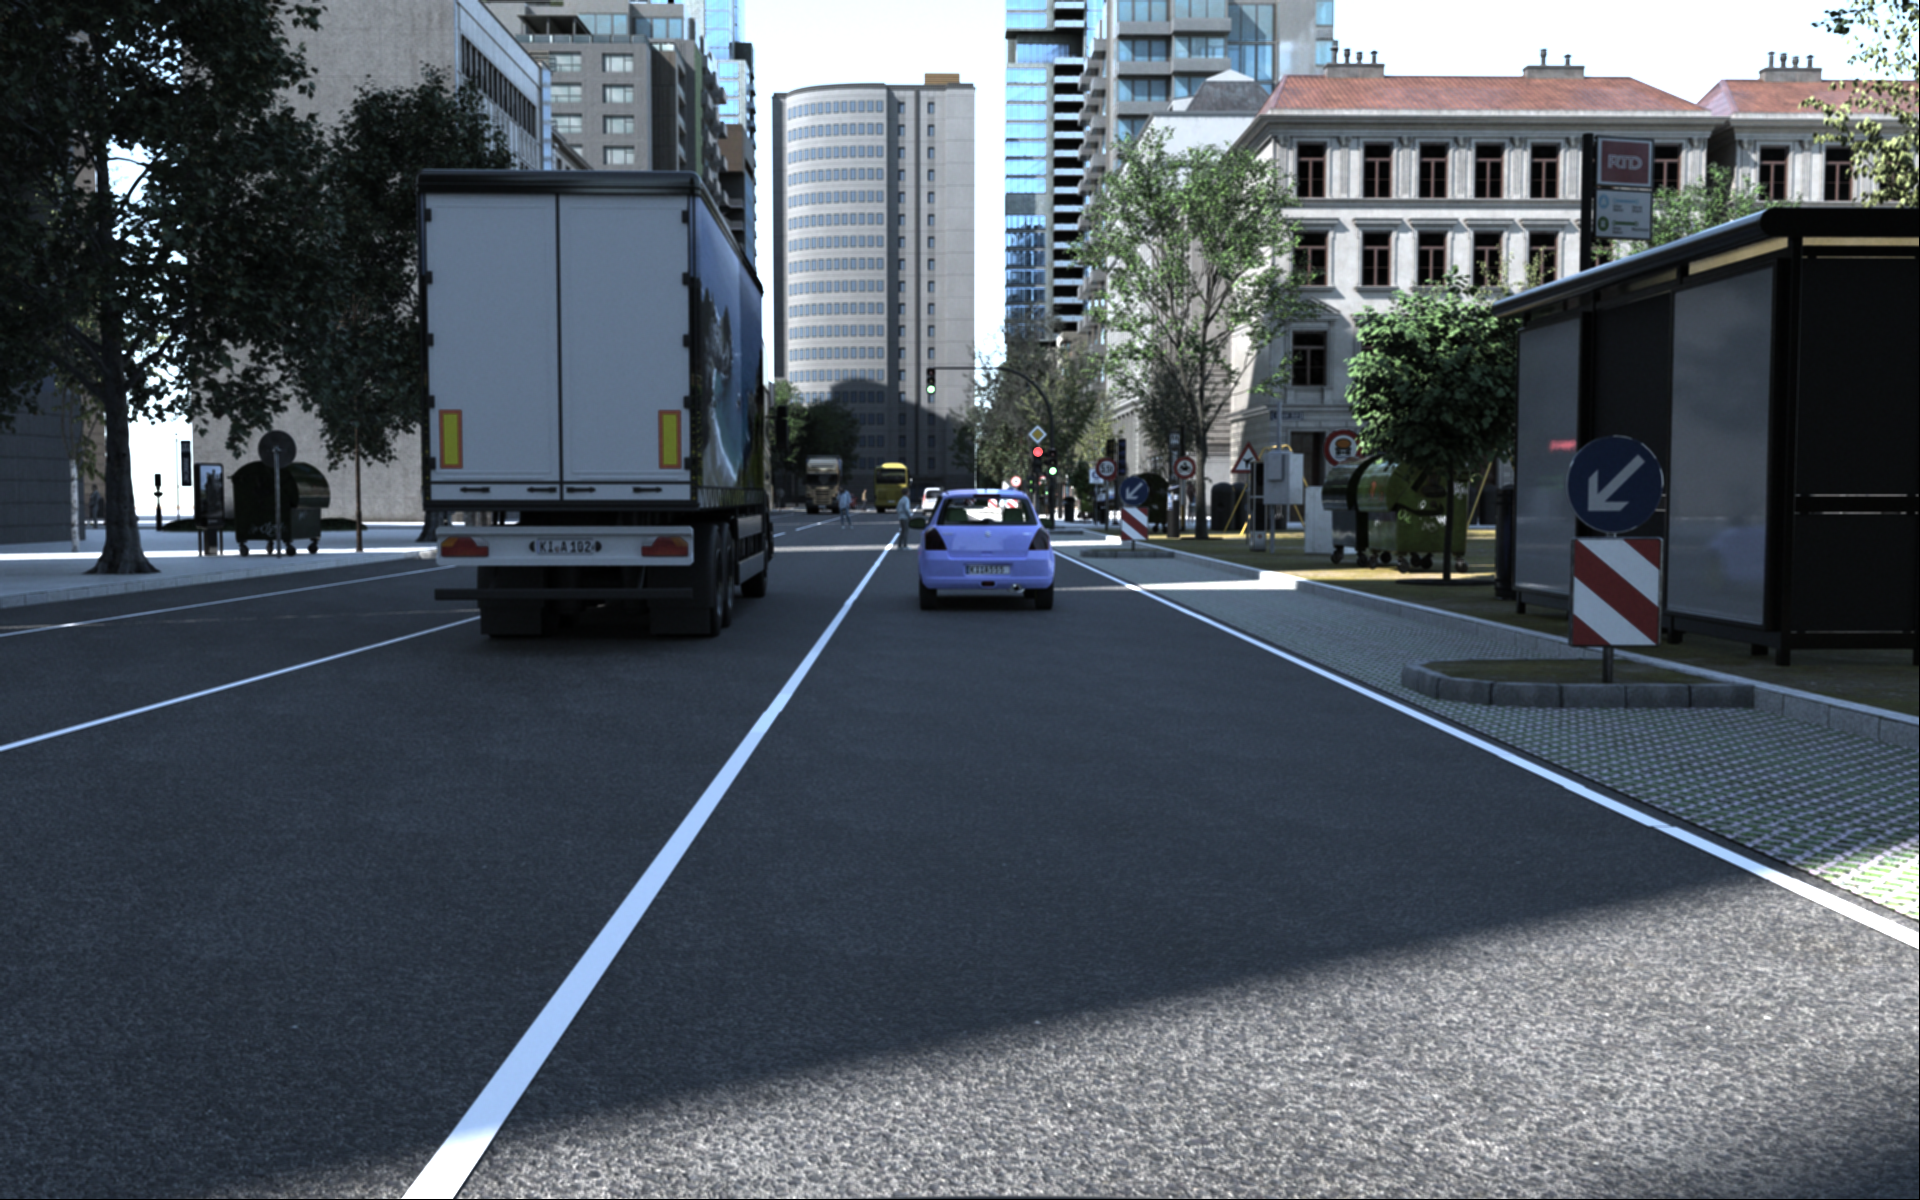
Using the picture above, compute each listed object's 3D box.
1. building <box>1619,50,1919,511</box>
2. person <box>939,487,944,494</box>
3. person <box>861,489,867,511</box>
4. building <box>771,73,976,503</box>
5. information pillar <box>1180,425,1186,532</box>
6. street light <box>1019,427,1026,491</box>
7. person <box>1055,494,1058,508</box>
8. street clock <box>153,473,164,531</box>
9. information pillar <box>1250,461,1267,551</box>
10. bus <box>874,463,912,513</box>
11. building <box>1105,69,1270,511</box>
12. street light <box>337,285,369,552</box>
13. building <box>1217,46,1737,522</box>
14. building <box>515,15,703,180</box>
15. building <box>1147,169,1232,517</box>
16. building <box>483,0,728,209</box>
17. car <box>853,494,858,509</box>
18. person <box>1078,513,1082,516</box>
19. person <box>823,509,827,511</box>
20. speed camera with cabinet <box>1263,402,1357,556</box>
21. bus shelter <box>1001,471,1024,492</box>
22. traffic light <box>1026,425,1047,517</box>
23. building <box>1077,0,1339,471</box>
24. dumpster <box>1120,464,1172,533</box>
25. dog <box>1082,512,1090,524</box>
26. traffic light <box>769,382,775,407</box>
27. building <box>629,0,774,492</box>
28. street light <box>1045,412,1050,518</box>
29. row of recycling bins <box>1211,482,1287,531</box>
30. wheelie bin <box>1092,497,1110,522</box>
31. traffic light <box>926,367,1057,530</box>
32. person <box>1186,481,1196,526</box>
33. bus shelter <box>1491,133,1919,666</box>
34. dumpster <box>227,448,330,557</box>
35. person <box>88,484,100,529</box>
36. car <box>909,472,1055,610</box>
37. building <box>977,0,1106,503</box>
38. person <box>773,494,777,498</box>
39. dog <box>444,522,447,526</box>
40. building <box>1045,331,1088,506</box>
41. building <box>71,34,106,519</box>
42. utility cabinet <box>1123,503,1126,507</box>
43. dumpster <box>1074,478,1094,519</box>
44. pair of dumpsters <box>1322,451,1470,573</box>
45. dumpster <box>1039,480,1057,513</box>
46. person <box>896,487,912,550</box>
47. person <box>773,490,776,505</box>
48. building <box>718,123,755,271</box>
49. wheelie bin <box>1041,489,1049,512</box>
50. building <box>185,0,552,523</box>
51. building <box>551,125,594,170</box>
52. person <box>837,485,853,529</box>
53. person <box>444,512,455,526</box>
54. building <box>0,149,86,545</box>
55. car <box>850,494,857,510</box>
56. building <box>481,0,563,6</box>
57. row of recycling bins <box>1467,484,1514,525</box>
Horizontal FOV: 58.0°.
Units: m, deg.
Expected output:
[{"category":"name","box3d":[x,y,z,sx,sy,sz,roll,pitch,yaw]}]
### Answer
[{"category":"building","box3d":[44.859,-15.158,83.985,21.152,22.565,11.583,0,4,-1]},{"category":"person","box3d":[-0.816,-4.727,85.975,0.526,1.800,0.537,1,4,15]},{"category":"person","box3d":[-8.006,-8.357,145.049,0.656,1.842,0.836,2,4,34]},{"category":"building","box3d":[-12.100,-43.027,245.484,28.212,58.520,21.231,0,4,-1]},{"category":"information pillar","box3d":[7.636,-4.156,59.301,0.183,3.616,0.504,1,4,15]},{"category":"street light","box3d":[4.238,-8.962,119.317,0.468,5.910,1.993,0,4,-1]},{"category":"person","box3d":[8.803,-9.276,158.235,0.750,1.759,0.617,3,5,39]},{"category":"street clock","box3d":[-27.953,-3.415,60.401,0.358,2.002,0.471,-2,4,-25]},{"category":"information pillar","box3d":[6.682,-2.098,38.793,0.304,2.012,0.304,0,4,-6]},{"category":"bus","box3d":[-5.280,-8.853,136.292,2.896,3.916,12.252,0,4,-1]},{"category":"building","box3d":[17.912,-21.539,129.657,11.434,29.767,29.804,0,4,-1]},{"category":"street light","box3d":[-13.365,-4.011,38.370,0.468,5.910,1.993,0,4,-1]},{"category":"building","box3d":[23.720,-15.108,83.178,21.152,22.565,11.583,0,4,-1]},{"category":"building","box3d":[-30.251,-28.602,151.241,14.154,41.232,14.086,0,4,-1]},{"category":"building","box3d":[17.339,-15.704,105.917,9.793,20.994,18.267,0,4,-1]},{"category":"building","box3d":[-35.219,-33.872,173.411,23.786,49.044,30.456,0,4,-1]},{"category":"car","box3d":[-10.973,-9.766,168.721,2.155,1.783,4.494,0,4,-2]},{"category":"person","box3d":[6.832,-5.518,96.741,0.515,1.767,0.782,0,4,5]},{"category":"person","box3d":[-11.297,-8.227,146.201,0.799,1.438,0.628,-1,4,-9]},{"category":"speed camera with cabinet","box3d":[7.457,-2.600,36.840,0.660,3.252,2.038,-3,5,-45]},{"category":"bus shelter","box3d":[4.204,-8.878,139.084,2.014,3.302,5.546,0,4,-1]},{"category":"traffic light","box3d":[3.118,-4.967,70.134,0.839,4.253,0.868,0,4,-1]},{"category":"building","box3d":[23.162,-33.543,168.037,23.786,49.044,30.456,0,4,-1]},{"category":"dumpster","box3d":[6.159,-3.354,57.340,1.502,2.255,1.985,0,4,-1]},{"category":"dog","box3d":[5.467,-3.581,75.382,0.540,0.507,0.406,2,4,35]},{"category":"traffic light","box3d":[-9.850,-5.825,69.901,4.771,5.953,1.251,0,4,-1]},{"category":"building","box3d":[-41.890,-57.069,245.755,31.000,86.520,22.319,0,4,-1]},{"category":"street light","box3d":[4.727,-7.404,93.851,0.468,5.910,1.993,0,4,-1]},{"category":"row of recycling bins","box3d":[10.320,-3.359,62.039,3.534,1.692,1.069,-3,4,-38]},{"category":"wheelie bin","box3d":[6.656,-4.465,80.918,0.980,1.594,0.693,-2,4,-35]},{"category":"traffic light","box3d":[1.184,-5.340,61.969,4.771,5.953,1.251,0,4,-1]},{"category":"person","box3d":[9.440,-3.925,70.188,0.580,1.828,0.573,1,4,18]},{"category":"bus shelter","box3d":[6.810,-2.410,17.035,2.179,5.291,8.768,0,4,-1]},{"category":"dumpster","box3d":[-14.275,-2.068,36.307,1.502,2.255,1.985,0,4,-1]},{"category":"person","box3d":[-32.457,-3.425,64.777,0.520,1.790,0.573,2,4,26]},{"category":"car","box3d":[0.291,-0.808,22.805,1.945,1.707,3.694,0,4,-2]},{"category":"building","box3d":[17.868,-57.075,245.839,31.000,86.520,22.319,0,4,-1]},{"category":"person","box3d":[-18.395,-9.873,167.425,1.348,1.831,0.705,0,4,-3]},{"category":"dog","box3d":[-20.334,-3.131,68.933,0.550,0.427,0.748,0,4,-7]},{"category":"building","box3d":[24.399,-21.620,198.530,27.650,21.520,28.899,0,4,-1]},{"category":"building","box3d":[-54.007,-18.171,82.992,20.117,28.700,13.634,0,4,-1]},{"category":"utility cabinet","box3d":[7.073,-3.763,70.203,0.318,1.500,1.173,-2,4,-29]},{"category":"dumpster","box3d":[6.706,-5.321,89.500,1.502,2.255,1.985,0,4,-1]},{"category":"pair of dumpsters","box3d":[7.535,-1.680,29.961,1.574,2.255,4.437,0,4,-1]},{"category":"dumpster","box3d":[5.812,-7.021,117.293,1.502,2.255,1.985,0,4,-1]},{"category":"person","box3d":[-1.399,-2.075,44.229,0.330,1.601,0.589,-1,4,-22]},{"category":"person","box3d":[-21.490,-11.802,198.961,0.705,1.831,1.348,3,5,42]},{"category":"building","box3d":[-32.032,-33.966,205.446,14.200,45.320,14.600,0,4,-1]},{"category":"wheelie bin","box3d":[5.625,-6.296,110.843,0.980,1.594,0.693,-3,5,-41]},{"category":"building","box3d":[-28.563,-16.450,86.986,12.078,24.808,19.932,0,4,-1]},{"category":"building","box3d":[-29.846,-19.102,109.579,12.463,27.353,25.104,0,4,-1]},{"category":"person","box3d":[-4.778,-3.861,71.888,0.793,1.790,0.793,-1,4,-17]},{"category":"person","box3d":[-18.027,-3.355,60.996,0.694,1.812,0.767,2,4,24]},{"category":"building","box3d":[-38.245,-30.560,41.658,28.212,58.520,21.231,0,4,-1]},{"category":"car","box3d":[-10.573,-9.267,160.555,2.155,1.783,4.494,0,3,0]},{"category":"building","box3d":[-53.402,-40.300,200.909,28.212,58.520,21.231,0,4,-1]},{"category":"row of recycling bins","box3d":[21.561,-3.966,71.963,3.534,1.692,1.069,0,4,-2]}]
